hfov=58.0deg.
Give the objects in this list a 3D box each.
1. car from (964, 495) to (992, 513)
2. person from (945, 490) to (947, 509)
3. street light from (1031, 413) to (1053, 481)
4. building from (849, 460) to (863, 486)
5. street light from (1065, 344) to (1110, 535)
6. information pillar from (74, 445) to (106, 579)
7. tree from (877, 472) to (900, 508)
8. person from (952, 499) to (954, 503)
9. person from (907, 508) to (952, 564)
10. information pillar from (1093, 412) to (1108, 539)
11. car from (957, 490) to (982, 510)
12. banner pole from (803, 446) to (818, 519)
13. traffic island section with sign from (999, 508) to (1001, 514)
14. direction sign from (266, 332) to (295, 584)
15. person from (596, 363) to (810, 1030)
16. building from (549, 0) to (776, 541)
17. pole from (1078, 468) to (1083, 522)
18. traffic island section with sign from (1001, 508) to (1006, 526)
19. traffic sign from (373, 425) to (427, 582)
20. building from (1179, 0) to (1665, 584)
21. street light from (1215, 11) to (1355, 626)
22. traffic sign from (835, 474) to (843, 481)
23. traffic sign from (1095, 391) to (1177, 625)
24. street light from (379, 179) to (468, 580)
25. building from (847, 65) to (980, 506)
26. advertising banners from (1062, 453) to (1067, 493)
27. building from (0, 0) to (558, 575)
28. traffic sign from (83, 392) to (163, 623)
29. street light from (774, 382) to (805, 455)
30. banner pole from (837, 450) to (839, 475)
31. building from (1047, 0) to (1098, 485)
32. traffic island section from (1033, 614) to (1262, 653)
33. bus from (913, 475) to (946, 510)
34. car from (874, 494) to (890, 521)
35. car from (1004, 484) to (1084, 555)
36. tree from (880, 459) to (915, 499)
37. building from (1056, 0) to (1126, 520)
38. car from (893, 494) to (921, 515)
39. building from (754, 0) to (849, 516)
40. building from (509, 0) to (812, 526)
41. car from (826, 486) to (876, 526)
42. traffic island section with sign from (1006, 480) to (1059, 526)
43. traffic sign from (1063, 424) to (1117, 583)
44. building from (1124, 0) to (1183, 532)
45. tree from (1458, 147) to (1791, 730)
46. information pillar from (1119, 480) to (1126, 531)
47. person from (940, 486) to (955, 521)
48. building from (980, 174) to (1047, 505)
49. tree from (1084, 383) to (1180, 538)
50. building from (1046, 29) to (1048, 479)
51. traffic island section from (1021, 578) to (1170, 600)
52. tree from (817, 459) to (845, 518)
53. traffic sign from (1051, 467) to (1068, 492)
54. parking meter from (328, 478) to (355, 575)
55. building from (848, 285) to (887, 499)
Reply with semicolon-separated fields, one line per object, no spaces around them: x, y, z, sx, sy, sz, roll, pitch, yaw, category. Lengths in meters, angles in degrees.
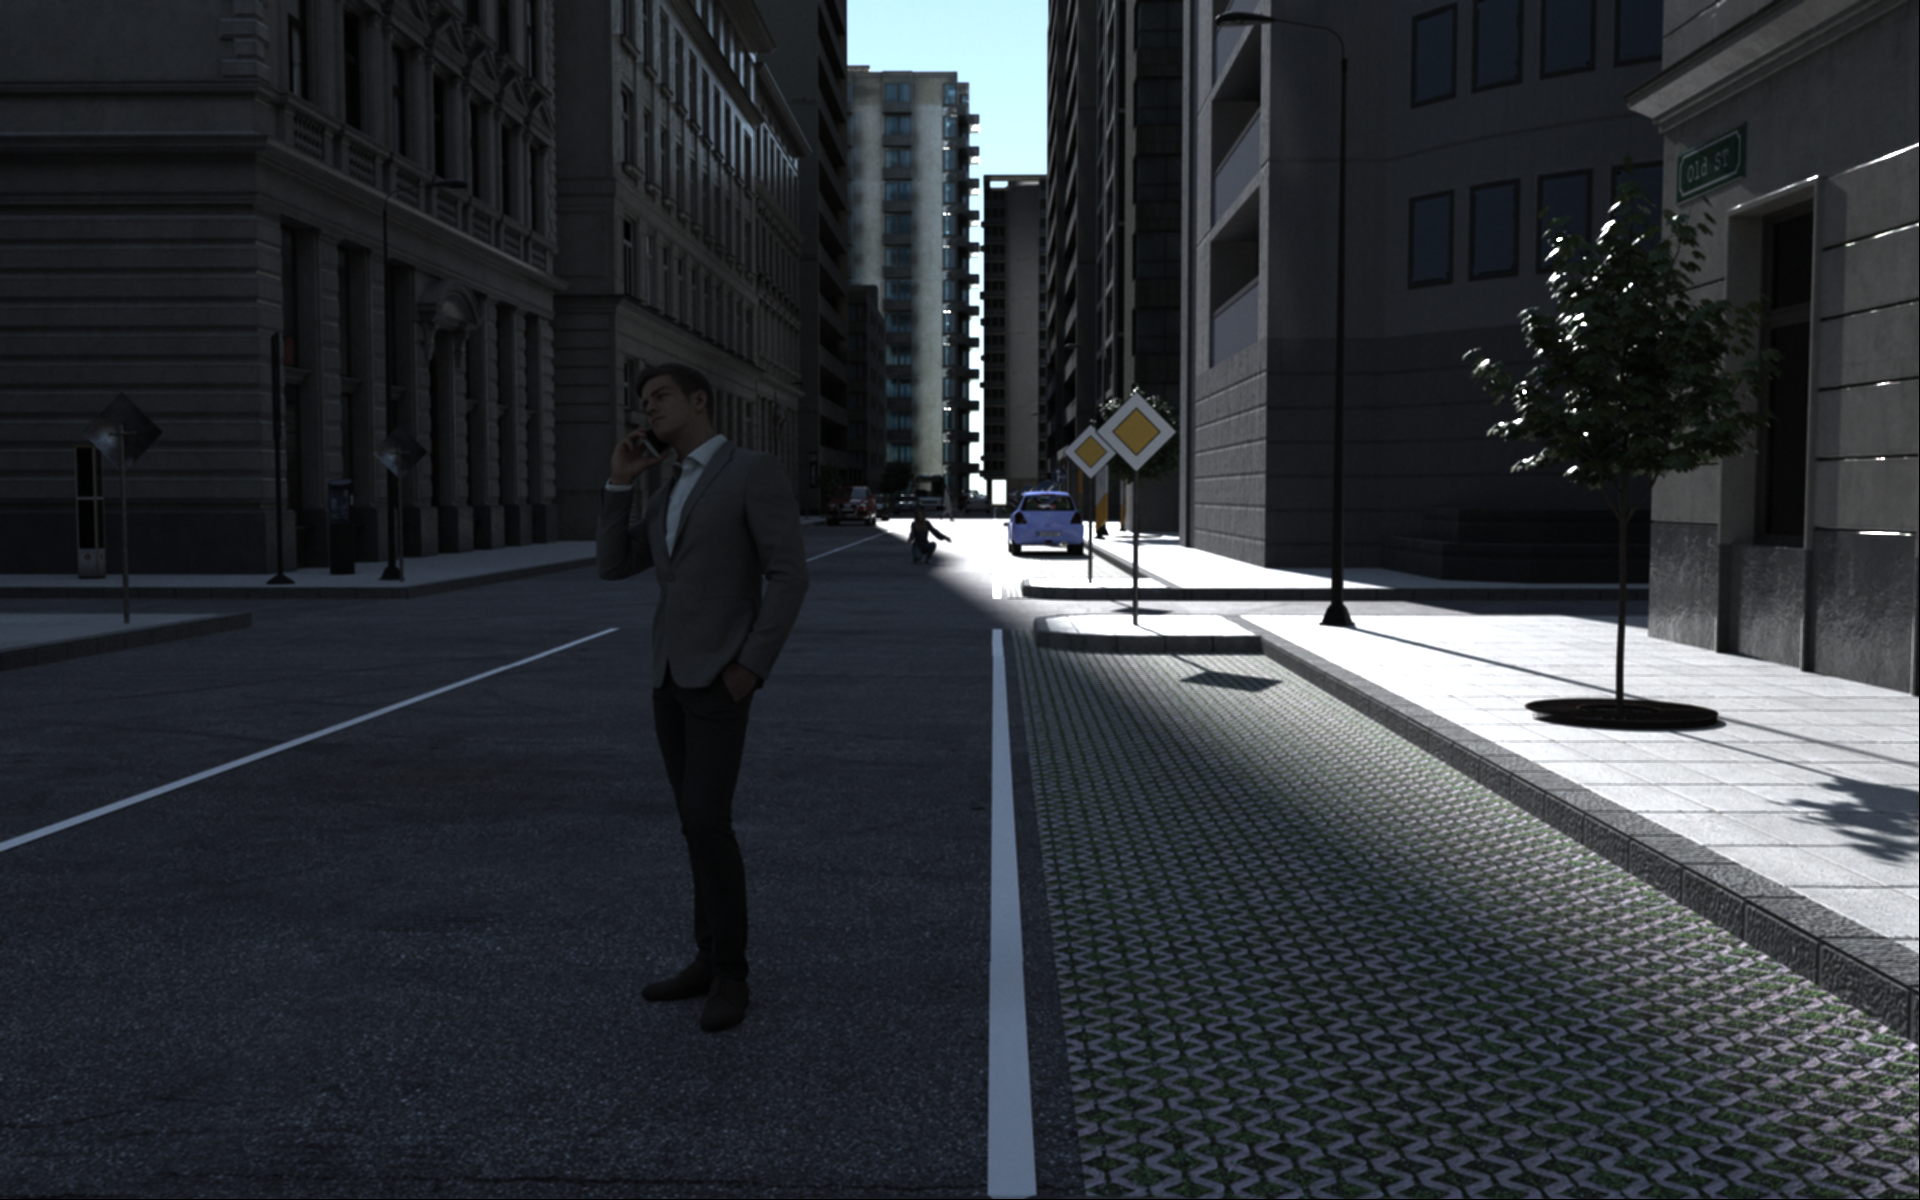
1.339;-7.169;129.578;2.083;1.381;4.827;0;4;1;car
-1.302;-9.999;171.981;0.705;1.824;1.348;2;4;27;person
4.754;-7.751;99.272;1.470;5.913;1.316;0;4;1;street light
-18.016;-42.390;131.330;20.563;71.187;20.611;0;4;1;building
3.948;-4.971;53.822;1.470;5.913;1.316;0;4;1;street light
-13.165;-1.328;26.212;0.304;2.012;0.304;0;4;-5;information pillar
-6.357;-9.927;156.902;1.663;3.219;1.824;0;3;0;tree
-0.908;-8.211;146.004;1.065;1.426;0.557;3;5;40;person
-0.672;-1.326;35.680;1.012;1.151;0.738;-1;4;-14;person
4.034;-3.546;49.326;0.183;3.616;0.504;-2;4;-34;information pillar
0.891;-9.085;157.220;2.281;1.827;5.304;0;4;2;car
-7.740;-6.103;89.805;0.863;3.779;0.401;1;4;23;banner pole
3.925;-7.223;126.722;1.989;1.847;2.006;0;4;1;traffic island section with sign
-9.718;-1.998;24.667;0.379;3.537;0.876;-2;4;-26;direction sign
-0.729;0.234;4.850;0.473;1.802;0.592;-2;4;-32;person
-16.348;-13.938;61.166;16.112;22.955;30.059;0;4;1;building
4.999;-4.771;71.847;0.158;3.312;0.155;0;3;0;pole
2.941;-4.191;77.144;1.989;1.847;2.006;0;4;1;traffic island section with sign
-8.117;-1.314;25.128;0.795;2.450;0.064;0;4;1;traffic sign
19.370;-29.998;32.460;28.212;58.520;21.231;0;4;1;building
3.161;-2.710;16.849;1.470;5.913;1.316;0;4;1;street light
-6.820;-5.791;95.864;0.795;2.450;0.064;0;4;2;traffic sign
1.717;-0.812;16.927;0.795;2.450;0.064;0;4;1;traffic sign
-7.964;-3.253;25.734;1.470;5.913;1.316;0;4;1;street light
-12.991;-35.275;196.361;30.456;49.044;23.786;0;4;1;building
4.456;-4.748;73.815;0.090;3.025;2.074;0;4;-1;advertising banners
-15.644;-12.679;36.177;11.050;23.489;19.941;0;4;1;building
-8.275;-0.826;17.144;0.795;2.450;0.064;0;4;1;traffic sign
-7.106;-6.069;71.762;1.470;5.913;1.316;0;4;1;street light
-6.953;-6.644;98.646;0.401;3.779;0.863;0;4;2;banner pole
17.736;-31.190;133.665;21.300;48.544;21.600;0;4;1;building
1.740;0.323;17.004;2.009;0.180;2.903;0;4;1;traffic island section
-2.749;-9.966;157.803;2.948;3.499;13.247;0;4;-1;bus
-4.822;-5.197;94.754;2.009;1.686;4.222;0;4;1;car
2.026;-1.952;41.508;1.945;1.707;3.694;0;4;0;car
-5.890;-11.016;163.821;4.285;4.588;4.351;0;3;0;tree
15.644;-39.748;88.127;20.563;71.187;20.611;0;4;1;building
-3.740;-6.784;122.921;2.014;1.417;4.499;0;4;3;car
-18.716;-29.801;110.941;21.300;48.544;21.600;0;4;1;building
-13.867;-15.735;86.150;11.050;23.489;19.941;0;4;1;building
-4.969;-4.341;79.647;2.281;1.827;5.304;0;4;1;car
2.400;-2.542;50.194;1.989;1.847;2.006;0;4;1;traffic island section with sign
1.874;-1.301;24.910;0.795;2.450;0.064;0;4;1;traffic sign
12.993;-17.884;64.105;14.160;30.474;14.107;0;4;1;building
3.651;-0.931;9.829;1.663;3.219;1.824;0;3;0;tree
5.635;-4.186;59.790;0.183;3.616;0.504;1;4;20;information pillar
-0.685;-5.190;93.232;0.818;1.842;0.514;1;4;15;person
14.305;-31.049;199.524;23.993;40.220;32.217;0;4;1;building
5.237;-4.137;51.361;4.285;4.588;4.351;0;3;0;tree
15.719;-31.603;166.820;14.600;45.320;14.200;0;4;1;building
1.898;-0.166;24.987;2.009;0.180;2.903;0;4;1;traffic island section
-7.037;-6.111;94.521;1.663;3.219;1.824;0;3;0;tree
4.724;-5.024;82.248;0.768;2.556;0.104;1;4;9;traffic sign
-9.888;-1.179;27.686;0.372;1.533;0.369;0;3;0;parking meter
-22.142;-19.367;161.687;28.899;21.520;27.650;0;4;1;building
